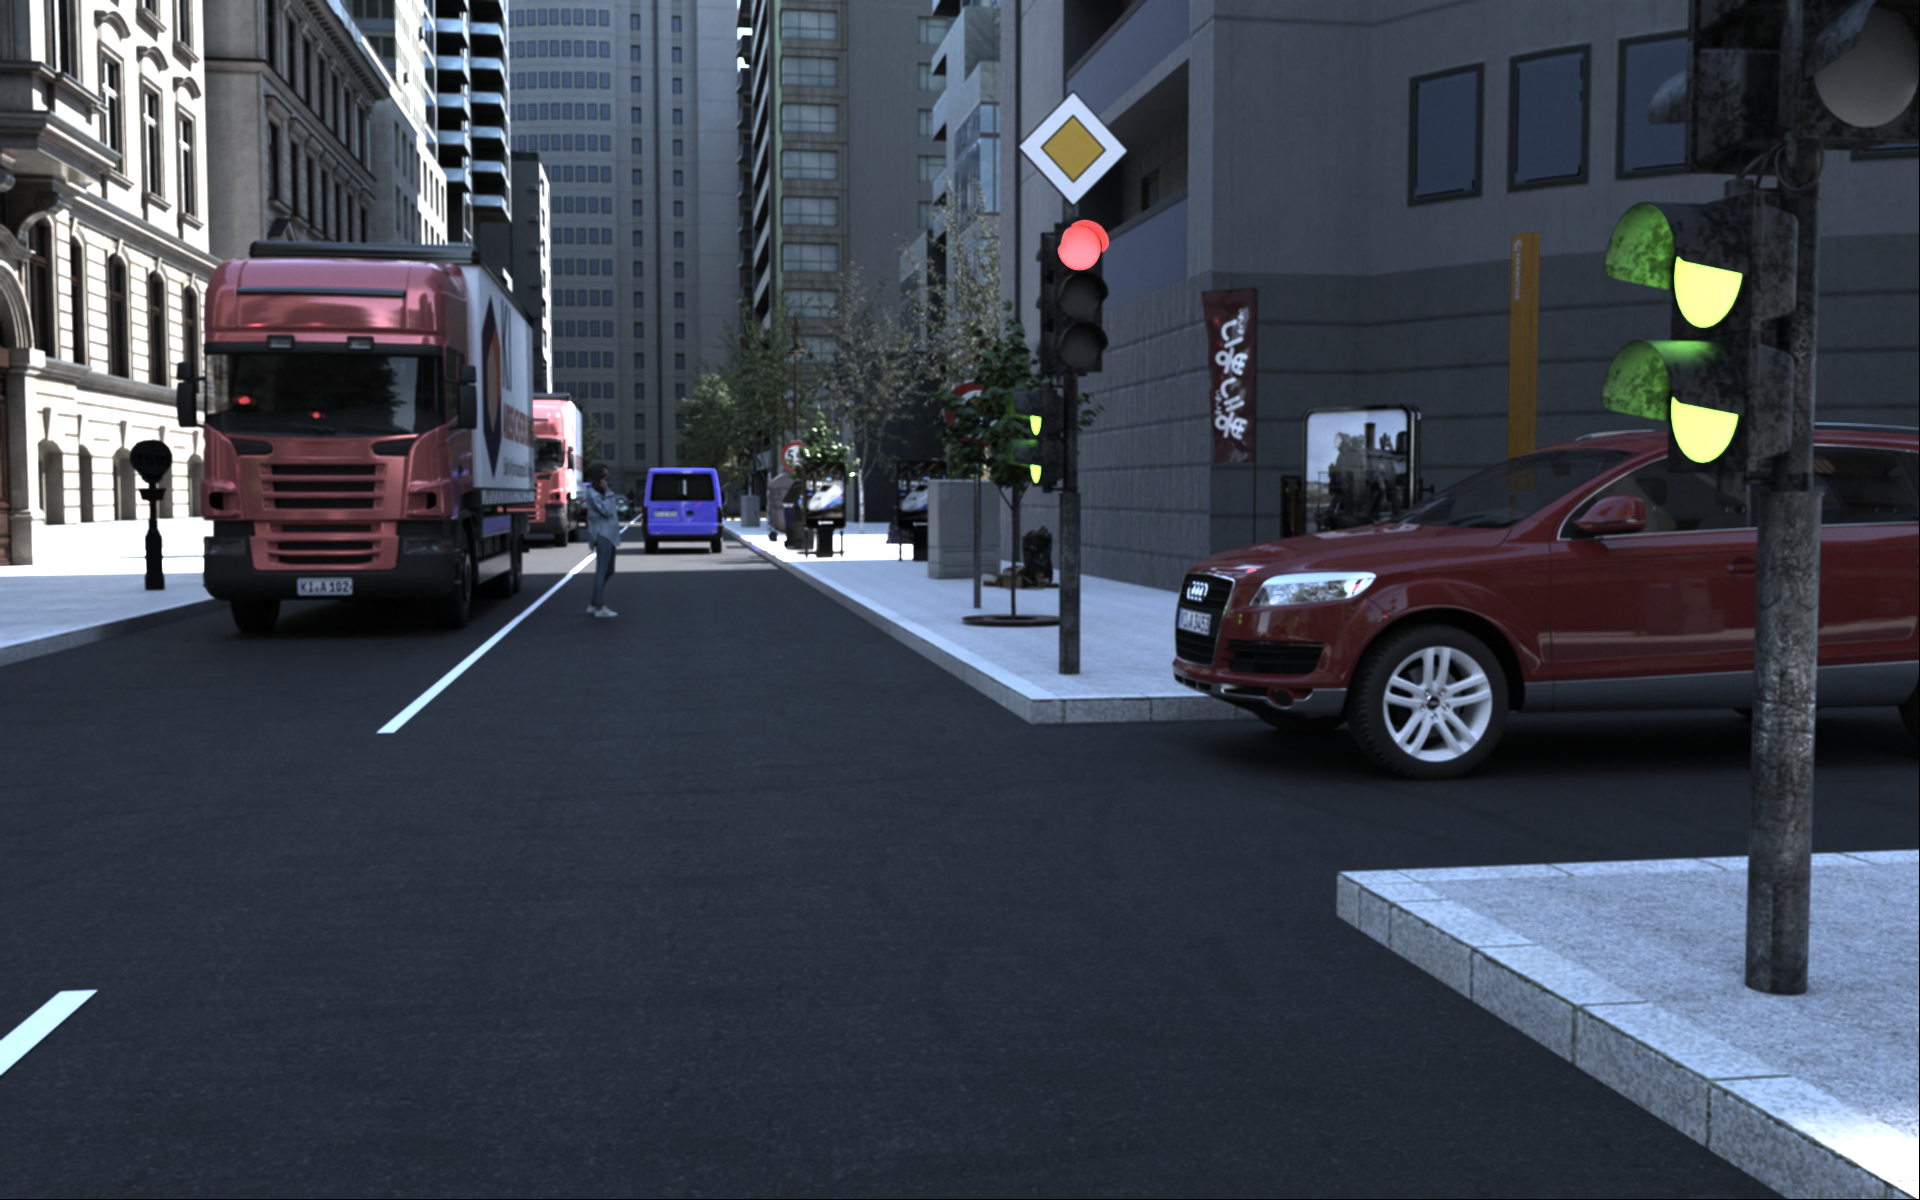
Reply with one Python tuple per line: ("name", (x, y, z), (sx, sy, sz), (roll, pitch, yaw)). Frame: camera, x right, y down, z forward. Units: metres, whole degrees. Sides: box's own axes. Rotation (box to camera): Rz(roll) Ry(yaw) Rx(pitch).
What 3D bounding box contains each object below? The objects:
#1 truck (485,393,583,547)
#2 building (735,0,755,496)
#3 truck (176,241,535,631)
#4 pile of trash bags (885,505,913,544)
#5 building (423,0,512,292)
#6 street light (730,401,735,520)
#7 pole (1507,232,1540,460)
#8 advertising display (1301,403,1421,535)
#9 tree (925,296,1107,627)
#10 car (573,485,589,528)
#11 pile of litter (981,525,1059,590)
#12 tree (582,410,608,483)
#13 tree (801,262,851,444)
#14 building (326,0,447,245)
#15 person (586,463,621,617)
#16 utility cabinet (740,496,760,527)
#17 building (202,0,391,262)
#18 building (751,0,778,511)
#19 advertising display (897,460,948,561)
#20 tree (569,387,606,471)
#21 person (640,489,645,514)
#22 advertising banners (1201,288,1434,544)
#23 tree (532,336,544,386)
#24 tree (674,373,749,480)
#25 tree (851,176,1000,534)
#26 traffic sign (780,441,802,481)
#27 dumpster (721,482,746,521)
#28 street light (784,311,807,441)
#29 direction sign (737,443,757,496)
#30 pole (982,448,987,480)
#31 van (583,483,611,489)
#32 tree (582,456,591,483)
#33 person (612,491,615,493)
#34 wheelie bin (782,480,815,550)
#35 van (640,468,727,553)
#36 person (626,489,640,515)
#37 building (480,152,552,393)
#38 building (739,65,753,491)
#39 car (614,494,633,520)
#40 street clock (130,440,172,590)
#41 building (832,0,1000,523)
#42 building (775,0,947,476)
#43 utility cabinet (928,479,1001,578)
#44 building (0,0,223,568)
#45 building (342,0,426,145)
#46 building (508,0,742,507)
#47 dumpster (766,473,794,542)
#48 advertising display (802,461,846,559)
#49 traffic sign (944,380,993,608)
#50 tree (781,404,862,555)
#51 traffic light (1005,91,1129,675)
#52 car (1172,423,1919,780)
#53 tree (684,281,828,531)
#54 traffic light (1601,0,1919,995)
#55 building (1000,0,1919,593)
("truck", (-12.413, -3.747, 50.178), (2.839, 4.237, 11.283), (-1, 4, -10))
("building", (-7.444, -30.063, 146.156), (22.147, 44.769, 28.867), (-1, 4, -10))
("truck", (-6.995, -2.002, 21.640), (2.839, 4.237, 11.283), (-1, 4, -9))
("pile of trash bags", (-0.292, -2.172, 45.265), (1.912, 1.369, 3.447), (3, 4, 37))
("building", (-42.129, -49.420, 120.695), (22.319, 86.520, 31.000), (-1, 4, -10))
("street light", (-11.295, -6.920, 85.922), (0.468, 5.910, 1.993), (-1, 4, -10))
("pole", (4.429, -1.212, 13.661), (0.158, 3.312, 0.155), (0, 3, 0))
("advertising display", (2.913, -0.456, 12.671), (0.123, 1.923, 0.974), (-3, 5, -40))
("tree", (0.407, -1.380, 17.160), (1.663, 3.219, 1.824), (0, 3, 0))
("car", (-16.740, -4.034, 74.637), (2.281, 1.827, 5.304), (-1, 4, -8))
("pile of litter", (0.830, -0.615, 24.015), (1.176, 0.858, 1.719), (1, 4, 13))
("tree", (-32.995, -12.314, 151.692), (4.360, 8.622, 3.978), (0, 3, 0))
("tree", (-3.075, -6.381, 54.692), (4.360, 8.622, 3.978), (0, 3, 0))
("building", (-28.205, -13.396, 73.781), (10.420, 20.320, 16.860), (-1, 4, -10))
("person", (-4.193, -0.700, 20.217), (0.793, 1.790, 0.793), (-2, 4, -32))
("utility cabinet", (-8.132, -3.432, 67.269), (0.306, 1.237, 1.020), (2, 4, 24))
("building", (-24.997, -11.658, 55.242), (10.561, 19.102, 19.286), (-1, 4, -10))
("building", (-3.229, -30.399, 120.727), (21.300, 48.544, 21.600), (-1, 4, -10))
("advertising display", (-0.717, -1.703, 33.058), (0.974, 1.923, 0.123), (1, 4, 8))
("tree", (-26.967, -10.374, 119.984), (4.737, 8.622, 4.395), (0, 3, 0))
("person", (-22.140, -6.882, 121.534), (0.721, 1.766, 1.217), (-1, 4, -19))
("advertising banners", (2.935, -1.117, 14.451), (2.074, 3.025, 0.090), (2, 4, 35))
("tree", (-18.672, -7.235, 68.651), (4.360, 8.622, 3.978), (0, 3, 0))
("tree", (-23.174, -14.983, 163.092), (7.486, 12.596, 7.792), (0, 3, 0))
("tree", (0.525, -5.464, 39.703), (4.360, 8.622, 3.978), (0, 3, 0))
("traffic sign", (-3.910, -2.530, 41.464), (0.768, 2.556, 0.104), (0, 4, -2))
("dumpster", (-10.806, -4.721, 82.951), (1.264, 1.857, 1.865), (-1, 4, -10))
("street light", (-4.167, -4.354, 43.968), (0.468, 5.910, 1.993), (-1, 4, -10))
("direction sign", (-9.411, -5.171, 76.538), (0.876, 3.537, 0.379), (1, 4, 10))
("pole", (0.761, -3.674, 53.908), (0.158, 3.312, 0.155), (0, 3, 0))
("van", (-19.215, -5.270, 90.545), (2.240, 2.365, 5.245), (-1, 4, -9))
("tree", (-28.540, -8.766, 127.033), (4.285, 4.588, 4.351), (0, 3, 0))
("person", (-28.833, -8.224, 143.902), (0.756, 1.711, 0.436), (2, 4, 24))
("wheelie bin", (-3.671, -1.953, 39.839), (0.693, 1.594, 0.980), (-2, 4, -31))
("van", (-6.973, -2.403, 43.681), (2.240, 2.365, 5.245), (-1, 4, -9))
("person", (-22.273, -6.648, 117.332), (1.348, 1.807, 0.705), (0, 4, 3))
("building", (-42.292, -23.017, 148.035), (14.107, 30.474, 14.160), (-1, 4, -10))
("building", (-15.845, -32.401, 179.859), (14.200, 45.320, 14.600), (-1, 4, -10))
("car", (-19.677, -5.310, 98.610), (2.131, 1.459, 4.920), (-1, 4, -10))
("street clock", (-10.797, -1.137, 23.166), (0.471, 2.002, 0.358), (-3, 5, -44))
("building", (7.099, -46.446, 72.056), (22.319, 86.520, 31.000), (-1, 4, -10))
("building", (-3.997, -25.631, 102.668), (14.154, 41.232, 14.086), (-1, 4, -10))
("utility cabinet", (0.076, -1.088, 26.462), (1.173, 1.500, 0.318), (-3, 4, -37))
("building", (-22.012, -12.782, 28.067), (14.460, 24.649, 34.723), (-1, 4, -10))
("building", (-42.423, -24.579, 93.751), (32.217, 40.220, 23.993), (-1, 4, -10))
("building", (-37.390, -39.001, 179.666), (28.212, 58.520, 21.231), (-1, 4, -10))
("dumpster", (-4.596, -2.535, 47.208), (1.264, 1.857, 1.865), (-1, 4, -10))
("advertising display", (-2.709, -1.795, 34.564), (0.974, 1.923, 0.123), (-3, 4, -39))
("traffic sign", (0.196, -1.181, 19.419), (0.768, 2.556, 0.104), (0, 4, -7))
("tree", (-3.096, -2.587, 36.895), (1.663, 3.219, 1.824), (0, 3, 0))
("traffic light", (0.763, -1.427, 12.258), (0.839, 4.253, 0.868), (-1, 4, -10))
("car", (3.838, -0.072, 9.854), (5.304, 1.827, 2.281), (-1, 4, -10))
("tree", (-6.661, -6.742, 60.594), (4.737, 8.622, 4.395), (0, 3, 0))
("traffic light", (2.103, -0.946, 4.386), (0.839, 4.253, 0.868), (-1, 4, -10))
("building", (16.095, -29.612, 26.151), (28.212, 58.520, 21.231), (-1, 4, -10))
